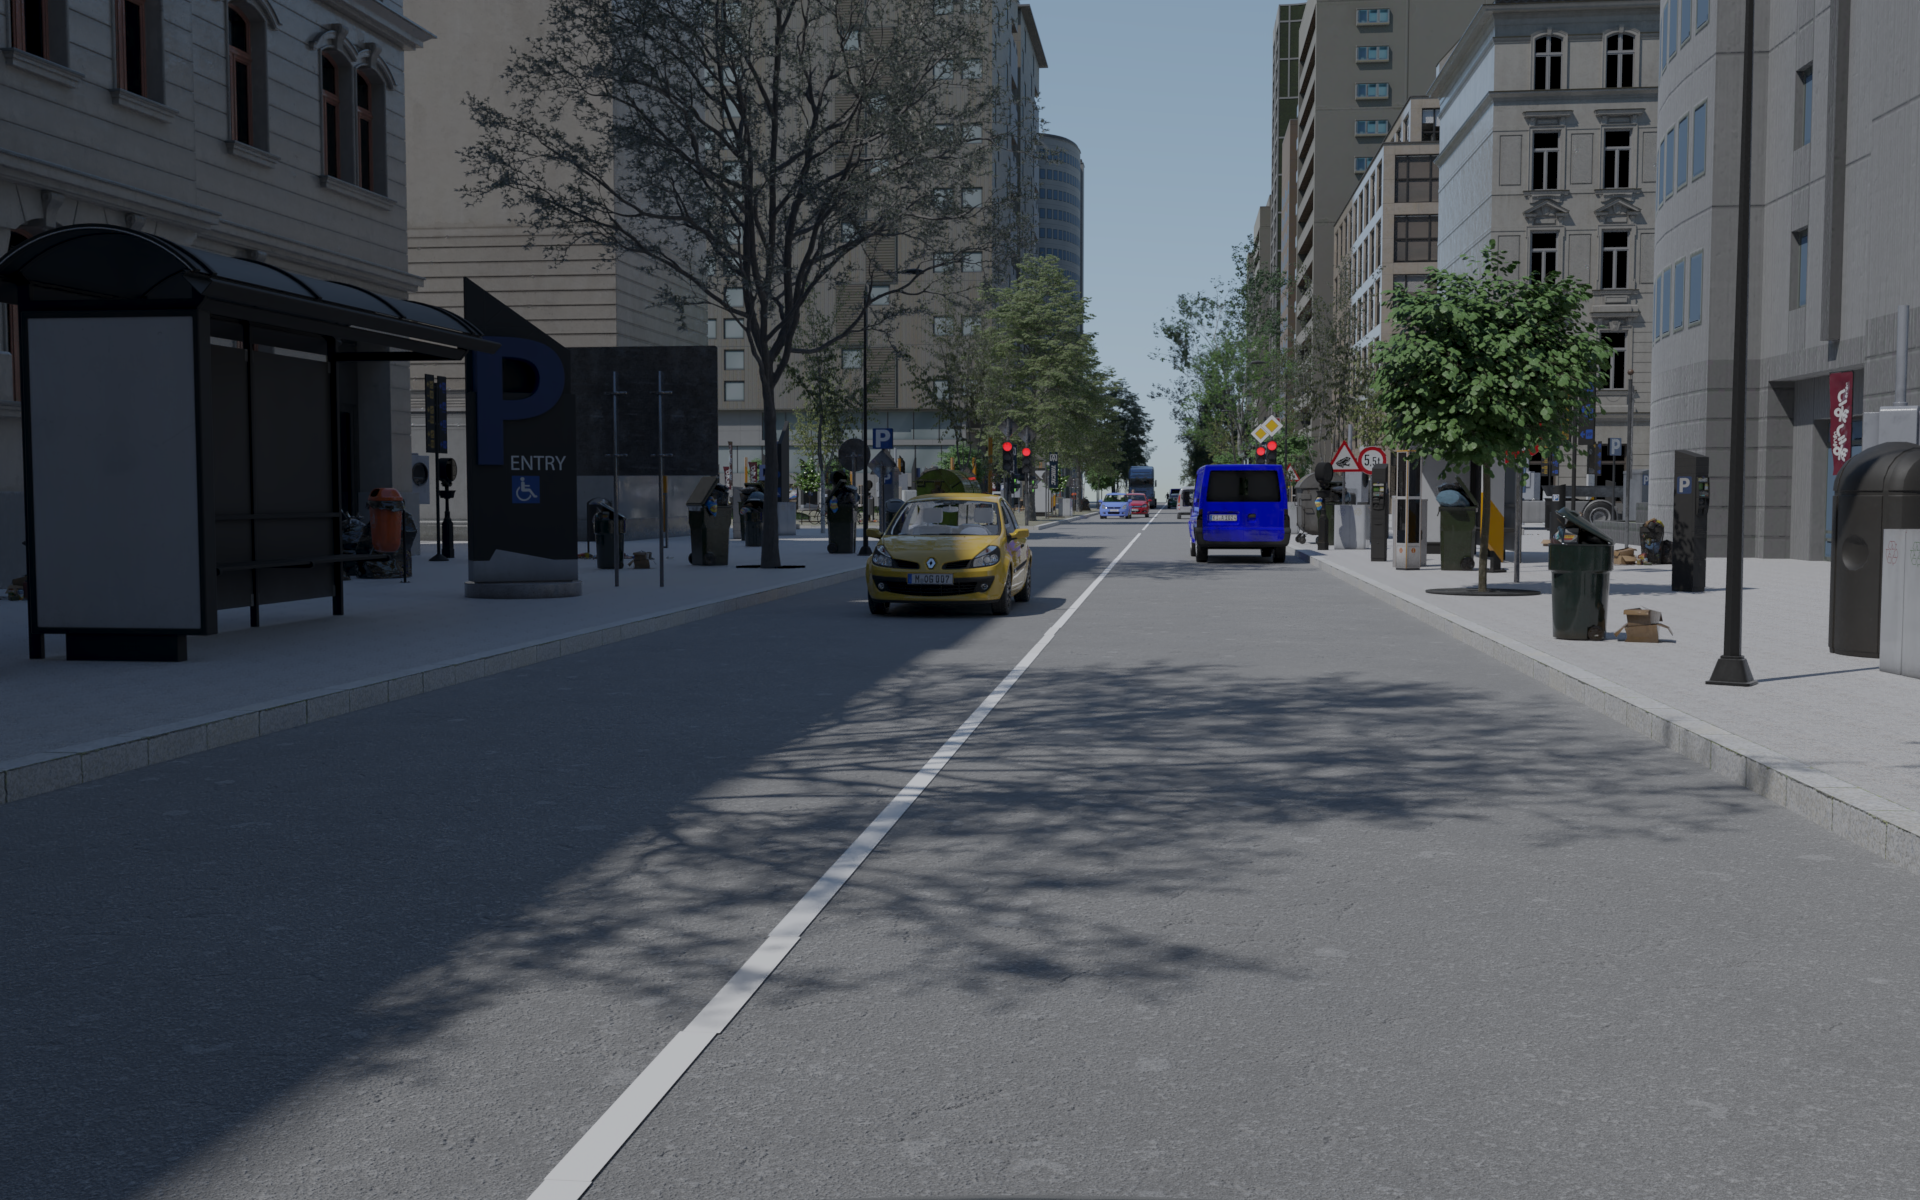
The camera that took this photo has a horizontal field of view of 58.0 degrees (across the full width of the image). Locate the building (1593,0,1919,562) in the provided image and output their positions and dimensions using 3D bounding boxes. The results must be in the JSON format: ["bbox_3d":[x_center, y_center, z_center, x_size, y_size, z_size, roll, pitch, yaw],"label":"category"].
[{"bbox_3d":[25.634,-30.081,33.832,21.231,58.520,28.212,0,4,7],"label":"building"}]

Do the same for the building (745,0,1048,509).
[{"bbox_3d":[-5.628,-36.666,188.722,28.713,52.752,27.495,0,4,7],"label":"building"}]

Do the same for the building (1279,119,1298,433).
[{"bbox_3d":[44.785,-33.746,201.862,14.600,45.320,14.200,0,4,7],"label":"building"}]

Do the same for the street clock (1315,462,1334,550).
[{"bbox_3d":[8.303,-2.139,39.542,0.358,2.002,0.471,3,5,42],"label":"street clock"}]

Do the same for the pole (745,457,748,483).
[{"bbox_3d":[-11.887,-6.266,96.287,0.158,3.312,0.155,0,3,0],"label":"pole"}]

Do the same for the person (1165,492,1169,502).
[{"bbox_3d":[35.272,-17.424,293.940,0.990,1.755,0.434,1,4,12],"label":"person"}]

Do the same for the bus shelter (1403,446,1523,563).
[{"bbox_3d":[9.920,-2.478,34.432,2.014,3.302,5.546,0,4,7],"label":"bus shelter"}]

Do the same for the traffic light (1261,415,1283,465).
[{"bbox_3d":[10.993,-4.425,61.273,0.839,4.253,0.868,0,4,7],"label":"traffic light"}]

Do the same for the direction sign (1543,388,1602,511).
[{"bbox_3d":[9.877,-2.193,27.849,0.379,3.537,0.876,-1,4,-22],"label":"direction sign"}]

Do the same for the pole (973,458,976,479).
[{"bbox_3d":[0.808,-6.333,97.385,0.158,3.312,0.155,0,3,0],"label":"pole"}]

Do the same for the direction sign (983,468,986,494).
[{"bbox_3d":[1.877,-8.695,134.168,0.379,3.537,0.876,1,4,15],"label":"direction sign"}]

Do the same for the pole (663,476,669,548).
[{"bbox_3d":[-7.014,-2.886,41.025,0.158,3.312,0.155,0,3,0],"label":"pole"}]

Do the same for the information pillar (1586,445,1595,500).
[{"bbox_3d":[26.544,-4.990,72.939,0.504,3.616,0.183,-3,4,-38],"label":"information pillar"}]

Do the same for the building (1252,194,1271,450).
[{"bbox_3d":[57.501,-39.764,273.845,21.300,48.544,21.600,0,4,7],"label":"building"}]

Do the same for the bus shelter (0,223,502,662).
[{"bbox_3d":[-6.177,-1.334,15.728,2.014,3.302,5.546,0,4,7],"label":"bus shelter"}]

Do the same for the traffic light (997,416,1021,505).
[{"bbox_3d":[1.750,-4.494,62.399,0.839,4.253,0.868,0,4,7],"label":"traffic light"}]

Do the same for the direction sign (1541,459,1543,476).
[{"bbox_3d":[25.377,-5.048,74.530,0.379,3.537,0.876,-2,4,-34],"label":"direction sign"}]

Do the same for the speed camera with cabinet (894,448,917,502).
[{"bbox_3d":[-2.372,-4.842,73.501,0.660,3.252,2.038,-1,4,-18],"label":"speed camera with cabinet"}]

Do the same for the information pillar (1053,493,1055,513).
[{"bbox_3d":[6.243,-7.696,117.185,0.504,3.616,0.183,0,4,-4],"label":"information pillar"}]

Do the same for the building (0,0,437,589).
[{"bbox_3d":[-18.844,-14.544,25.181,14.401,28.519,23.554,0,4,7],"label":"building"}]

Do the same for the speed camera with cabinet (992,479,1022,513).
[{"bbox_3d":[3.185,-7.588,118.393,2.038,3.252,0.660,1,4,18],"label":"speed camera with cabinet"}]

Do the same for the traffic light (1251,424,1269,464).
[{"bbox_3d":[11.976,-4.910,69.198,0.839,4.253,0.868,0,4,7],"label":"traffic light"}]

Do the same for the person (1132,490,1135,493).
[{"bbox_3d":[13.099,-7.498,131.487,0.834,1.777,0.661,1,4,10],"label":"person"}]

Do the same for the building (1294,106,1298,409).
[{"bbox_3d":[46.430,-34.204,178.838,23.786,49.044,30.456,0,4,7],"label":"building"}]

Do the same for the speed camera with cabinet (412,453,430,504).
[{"bbox_3d":[-12.607,-2.687,38.269,0.660,3.252,2.038,1,4,23],"label":"speed camera with cabinet"}]

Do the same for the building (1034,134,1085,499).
[{"bbox_3d":[8.732,-45.128,279.843,21.231,58.520,28.212,0,4,7],"label":"building"}]

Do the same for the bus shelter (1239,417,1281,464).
[{"bbox_3d":[15.327,-6.743,87.882,2.179,5.291,8.768,0,4,7],"label":"bus shelter"}]

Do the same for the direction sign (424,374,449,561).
[{"bbox_3d":[-9.988,-2.513,33.088,0.379,3.537,0.876,1,4,8],"label":"direction sign"}]

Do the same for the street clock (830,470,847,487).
[{"bbox_3d":[-3.690,-2.942,52.673,0.471,2.002,0.358,-2,4,-26],"label":"street clock"}]

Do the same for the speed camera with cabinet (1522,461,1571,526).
[{"bbox_3d":[23.919,-4.675,70.773,0.660,3.252,2.038,-3,5,-45],"label":"speed camera with cabinet"}]

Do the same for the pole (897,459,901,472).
[{"bbox_3d":[-3.502,-6.466,99.554,0.158,3.312,0.155,0,3,0],"label":"pole"}]

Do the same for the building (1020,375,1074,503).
[{"bbox_3d":[2.042,-24.957,253.079,27.650,21.520,28.899,0,4,7],"label":"building"}]

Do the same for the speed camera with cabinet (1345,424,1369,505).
[{"bbox_3d":[10.874,-3.310,48.448,0.660,3.252,2.038,2,4,30],"label":"speed camera with cabinet"}]

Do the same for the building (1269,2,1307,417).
[{"bbox_3d":[53.892,-49.793,252.374,20.563,71.187,20.611,0,4,7],"label":"building"}]

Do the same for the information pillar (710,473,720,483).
[{"bbox_3d":[-8.623,-3.447,60.843,0.304,2.012,0.304,1,4,13],"label":"information pillar"}]

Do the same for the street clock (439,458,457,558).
[{"bbox_3d":[-10.255,-1.839,34.634,0.358,2.002,0.471,1,4,11],"label":"street clock"}]

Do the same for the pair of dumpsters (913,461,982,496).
[{"bbox_3d":[-0.368,-2.890,49.742,1.574,2.255,4.437,0,4,7],"label":"pair of dumpsters"}]

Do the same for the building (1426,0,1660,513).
[{"bbox_3d":[45.574,-18.641,81.203,44.131,29.872,17.030,0,4,7],"label":"building"}]

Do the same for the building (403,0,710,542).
[{"bbox_3d":[-17.403,-12.387,51.680,18.267,20.994,9.793,0,4,7],"label":"building"}]

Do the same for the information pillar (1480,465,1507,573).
[{"bbox_3d":[8.667,-2.248,28.103,0.504,3.616,0.183,-2,4,-34],"label":"information pillar"}]

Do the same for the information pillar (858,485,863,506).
[{"bbox_3d":[-8.033,-8.283,139.914,0.304,2.012,0.304,2,4,29],"label":"information pillar"}]

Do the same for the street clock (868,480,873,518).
[{"bbox_3d":[-4.778,-5.226,90.010,0.471,2.002,0.358,-3,4,-36],"label":"street clock"}]

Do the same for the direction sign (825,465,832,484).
[{"bbox_3d":[-10.350,-8.859,136.843,0.379,3.537,0.876,3,4,36],"label":"direction sign"}]

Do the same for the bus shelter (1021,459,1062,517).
[{"bbox_3d":[4.764,-6.566,101.279,2.014,3.302,5.546,0,4,7],"label":"bus shelter"}]

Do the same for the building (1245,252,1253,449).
[{"bbox_3d":[55.233,-37.229,292.294,14.154,41.232,14.086,0,4,7],"label":"building"}]

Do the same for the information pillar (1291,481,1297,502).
[{"bbox_3d":[15.632,-4.673,80.901,0.304,2.012,0.304,0,4,8],"label":"information pillar"}]

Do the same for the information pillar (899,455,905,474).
[{"bbox_3d":[-3.498,-6.916,104.437,0.183,3.616,0.504,3,5,39],"label":"information pillar"}]

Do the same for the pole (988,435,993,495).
[{"bbox_3d":[1.052,-4.062,60.254,0.158,3.312,0.155,0,3,0],"label":"pole"}]

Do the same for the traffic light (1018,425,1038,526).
[{"bbox_3d":[2.734,-4.979,70.324,0.839,4.253,0.868,0,4,7],"label":"traffic light"}]

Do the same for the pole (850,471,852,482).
[{"bbox_3d":[-8.217,-8.409,131.333,0.158,3.312,0.155,0,3,0],"label":"pole"}]

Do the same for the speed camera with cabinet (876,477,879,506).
[{"bbox_3d":[-6.177,-8.884,139.585,0.660,3.252,2.038,-1,4,-19],"label":"speed camera with cabinet"}]

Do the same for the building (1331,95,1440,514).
[{"bbox_3d":[38.104,-19.573,124.537,19.350,26.468,34.151,0,4,7],"label":"building"}]

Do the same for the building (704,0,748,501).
[{"bbox_3d":[-8.982,-35.000,161.483,28.713,52.752,27.495,0,4,7],"label":"building"}]

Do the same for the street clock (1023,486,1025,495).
[{"bbox_3d":[5.507,-8.571,144.701,0.358,2.002,0.471,-3,5,-39],"label":"street clock"}]

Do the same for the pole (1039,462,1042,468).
[{"bbox_3d":[4.963,-6.894,106.566,0.158,3.312,0.155,0,3,0],"label":"pole"}]

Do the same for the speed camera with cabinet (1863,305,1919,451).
[{"bbox_3d":[10.558,-1.447,18.002,2.038,3.252,0.660,2,4,35],"label":"speed camera with cabinet"}]

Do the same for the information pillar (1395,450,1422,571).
[{"bbox_3d":[7.548,-1.507,29.134,0.304,2.012,0.304,-1,4,-22],"label":"information pillar"}]

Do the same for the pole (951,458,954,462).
[{"bbox_3d":[-0.416,-6.307,96.958,0.158,3.312,0.155,0,3,0],"label":"pole"}]

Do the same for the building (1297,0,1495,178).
[{"bbox_3d":[41.338,-32.392,153.305,21.300,48.544,21.600,0,4,7],"label":"building"}]
